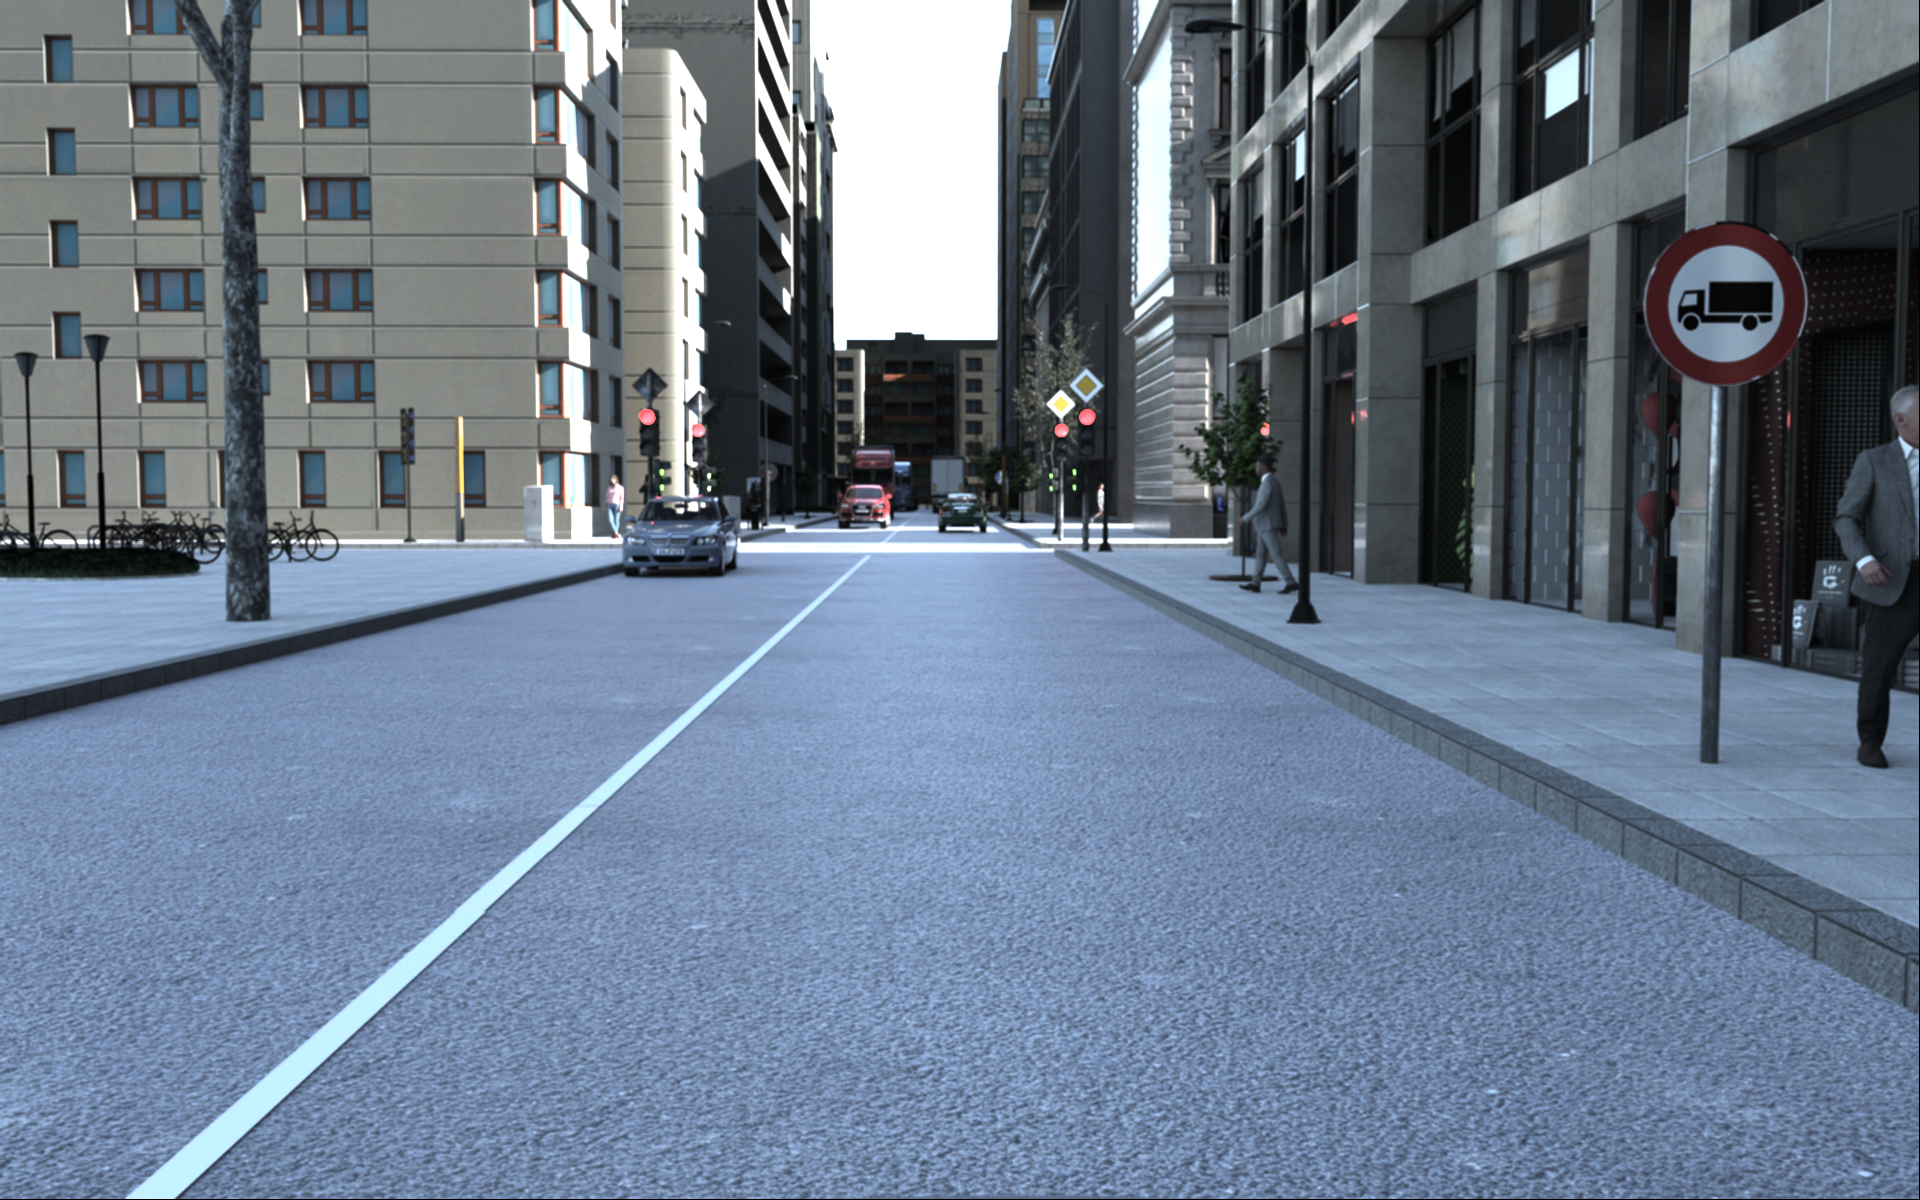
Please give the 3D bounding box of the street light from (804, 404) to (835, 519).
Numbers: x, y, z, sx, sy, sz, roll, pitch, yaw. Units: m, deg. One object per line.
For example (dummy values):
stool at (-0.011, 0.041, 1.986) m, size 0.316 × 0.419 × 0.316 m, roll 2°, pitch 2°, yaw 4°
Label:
street light at (-7.387, -7.171, 89.788) m, size 1.470 × 5.913 × 1.316 m, roll 0°, pitch 4°, yaw -1°

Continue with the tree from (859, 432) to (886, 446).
tree at (-10.016, -15.230, 199.378) m, size 4.360 × 8.622 × 3.978 m, roll 0°, pitch 3°, yaw 0°

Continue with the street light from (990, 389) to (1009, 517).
street light at (2.212, -6.354, 76.430) m, size 1.470 × 5.913 × 1.316 m, roll 0°, pitch 4°, yaw -1°

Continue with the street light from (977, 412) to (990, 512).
street light at (1.833, -7.691, 98.293) m, size 1.470 × 5.913 × 1.316 m, roll 0°, pitch 4°, yaw -1°

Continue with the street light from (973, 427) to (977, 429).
street light at (1.627, -9.068, 120.803) m, size 1.470 × 5.913 × 1.316 m, roll 0°, pitch 4°, yaw -1°

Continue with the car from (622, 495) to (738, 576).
car at (-5.075, -1.212, 31.819) m, size 2.014 × 1.417 × 4.499 m, roll 0°, pitch 4°, yaw -3°

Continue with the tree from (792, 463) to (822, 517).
tree at (-8.522, -6.316, 97.860) m, size 1.663 × 3.219 × 1.824 m, roll 0°, pitch 3°, yaw 0°

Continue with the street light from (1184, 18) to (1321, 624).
street light at (2.889, -2.726, 17.104) m, size 1.470 × 5.913 × 1.316 m, roll 0°, pitch 4°, yaw -1°

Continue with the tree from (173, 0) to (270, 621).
tree at (-8.721, -9.844, 16.836) m, size 12.611 × 20.169 × 13.585 m, roll 0°, pitch 3°, yaw 0°

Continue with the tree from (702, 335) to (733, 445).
tree at (-12.475, -7.922, 79.890) m, size 4.360 × 8.622 × 3.978 m, roll 0°, pitch 3°, yaw 0°

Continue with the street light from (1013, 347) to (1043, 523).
street light at (2.540, -5.037, 54.893) m, size 1.470 × 5.913 × 1.316 m, roll 0°, pitch 4°, yaw -1°

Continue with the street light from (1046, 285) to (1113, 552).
street light at (2.716, -4.043, 38.643) m, size 1.470 × 5.913 × 1.316 m, roll 0°, pitch 4°, yaw -1°

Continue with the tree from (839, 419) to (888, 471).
tree at (-9.737, -13.322, 168.176) m, size 4.737 × 8.622 × 4.395 m, roll 0°, pitch 3°, yaw 0°

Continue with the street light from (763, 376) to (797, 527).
street light at (-7.110, -5.854, 68.250) m, size 1.470 × 5.913 × 1.316 m, roll 0°, pitch 4°, yaw -1°

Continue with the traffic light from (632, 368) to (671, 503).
traffic light at (-6.870, -3.034, 38.520) m, size 0.839 × 4.253 × 0.868 m, roll 0°, pitch 4°, yaw -1°

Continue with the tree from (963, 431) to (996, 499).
tree at (2.532, -15.179, 198.538) m, size 4.737 × 8.622 × 4.395 m, roll 0°, pitch 3°, yaw 0°

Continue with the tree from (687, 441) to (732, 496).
tree at (-9.119, -4.191, 63.121) m, size 1.663 × 3.219 × 1.824 m, roll 0°, pitch 3°, yaw 0°

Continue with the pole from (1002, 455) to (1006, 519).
pole at (2.266, -5.875, 89.895) m, size 0.158 × 3.312 × 0.155 m, roll 0°, pitch 3°, yaw 0°

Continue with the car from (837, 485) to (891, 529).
car at (-4.024, -3.945, 73.177) m, size 2.281 × 1.827 × 5.304 m, roll 0°, pitch 4°, yaw -1°

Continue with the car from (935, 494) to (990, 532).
car at (0.106, -3.345, 66.490) m, size 2.131 × 1.459 × 4.920 m, roll 0°, pitch 4°, yaw 0°

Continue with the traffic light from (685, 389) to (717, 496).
traffic light at (-6.971, -3.522, 46.505) m, size 0.839 × 4.253 × 0.868 m, roll 0°, pitch 4°, yaw -1°

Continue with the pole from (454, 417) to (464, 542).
pole at (-13.316, -3.193, 46.057) m, size 0.158 × 3.312 × 0.155 m, roll 0°, pitch 3°, yaw 0°

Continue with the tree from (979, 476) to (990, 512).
tree at (2.157, -8.144, 127.750) m, size 1.663 × 3.219 × 1.824 m, roll 0°, pitch 3°, yaw 0°

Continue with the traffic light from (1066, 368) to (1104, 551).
traffic light at (2.790, -3.042, 38.657) m, size 0.839 × 4.253 × 0.868 m, roll 0°, pitch 4°, yaw -1°

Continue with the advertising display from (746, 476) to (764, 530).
advertising display at (-7.339, -3.473, 61.990) m, size 0.123 × 1.923 × 0.974 m, roll -3°, pitch 5°, yaw -42°

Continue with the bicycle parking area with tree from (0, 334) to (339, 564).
bicycle parking area with tree at (-17.091, -2.833, 33.330) m, size 9.016 × 4.147 × 8.231 m, roll -2°, pitch 4°, yaw -27°

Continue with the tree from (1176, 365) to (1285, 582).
tree at (4.330, -1.915, 25.914) m, size 1.663 × 3.219 × 1.824 m, roll 0°, pitch 3°, yaw 0°

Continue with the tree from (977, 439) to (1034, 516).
tree at (2.693, -7.343, 103.770) m, size 4.285 × 4.588 × 4.351 m, roll 0°, pitch 3°, yaw 0°

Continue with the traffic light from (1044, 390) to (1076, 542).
traffic light at (2.689, -3.530, 46.642) m, size 0.839 × 4.253 × 0.868 m, roll 0°, pitch 4°, yaw -1°

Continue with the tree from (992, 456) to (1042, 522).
tree at (2.768, -5.189, 79.437) m, size 1.663 × 3.219 × 1.824 m, roll 0°, pitch 3°, yaw 0°

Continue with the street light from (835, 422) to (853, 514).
street light at (-7.569, -8.493, 111.396) m, size 1.470 × 5.913 × 1.316 m, roll 0°, pitch 4°, yaw -1°

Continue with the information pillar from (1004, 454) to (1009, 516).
information pillar at (2.702, -6.705, 100.989) m, size 0.183 × 3.616 × 0.504 m, roll -1°, pitch 4°, yaw -22°

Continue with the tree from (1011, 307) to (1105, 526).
tree at (3.858, -7.266, 69.154) m, size 4.360 × 8.622 × 3.978 m, roll 0°, pitch 3°, yaw 0°

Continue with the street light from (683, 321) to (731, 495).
street light at (-6.870, -4.536, 46.712) m, size 1.470 × 5.913 × 1.316 m, roll 0°, pitch 4°, yaw -1°
